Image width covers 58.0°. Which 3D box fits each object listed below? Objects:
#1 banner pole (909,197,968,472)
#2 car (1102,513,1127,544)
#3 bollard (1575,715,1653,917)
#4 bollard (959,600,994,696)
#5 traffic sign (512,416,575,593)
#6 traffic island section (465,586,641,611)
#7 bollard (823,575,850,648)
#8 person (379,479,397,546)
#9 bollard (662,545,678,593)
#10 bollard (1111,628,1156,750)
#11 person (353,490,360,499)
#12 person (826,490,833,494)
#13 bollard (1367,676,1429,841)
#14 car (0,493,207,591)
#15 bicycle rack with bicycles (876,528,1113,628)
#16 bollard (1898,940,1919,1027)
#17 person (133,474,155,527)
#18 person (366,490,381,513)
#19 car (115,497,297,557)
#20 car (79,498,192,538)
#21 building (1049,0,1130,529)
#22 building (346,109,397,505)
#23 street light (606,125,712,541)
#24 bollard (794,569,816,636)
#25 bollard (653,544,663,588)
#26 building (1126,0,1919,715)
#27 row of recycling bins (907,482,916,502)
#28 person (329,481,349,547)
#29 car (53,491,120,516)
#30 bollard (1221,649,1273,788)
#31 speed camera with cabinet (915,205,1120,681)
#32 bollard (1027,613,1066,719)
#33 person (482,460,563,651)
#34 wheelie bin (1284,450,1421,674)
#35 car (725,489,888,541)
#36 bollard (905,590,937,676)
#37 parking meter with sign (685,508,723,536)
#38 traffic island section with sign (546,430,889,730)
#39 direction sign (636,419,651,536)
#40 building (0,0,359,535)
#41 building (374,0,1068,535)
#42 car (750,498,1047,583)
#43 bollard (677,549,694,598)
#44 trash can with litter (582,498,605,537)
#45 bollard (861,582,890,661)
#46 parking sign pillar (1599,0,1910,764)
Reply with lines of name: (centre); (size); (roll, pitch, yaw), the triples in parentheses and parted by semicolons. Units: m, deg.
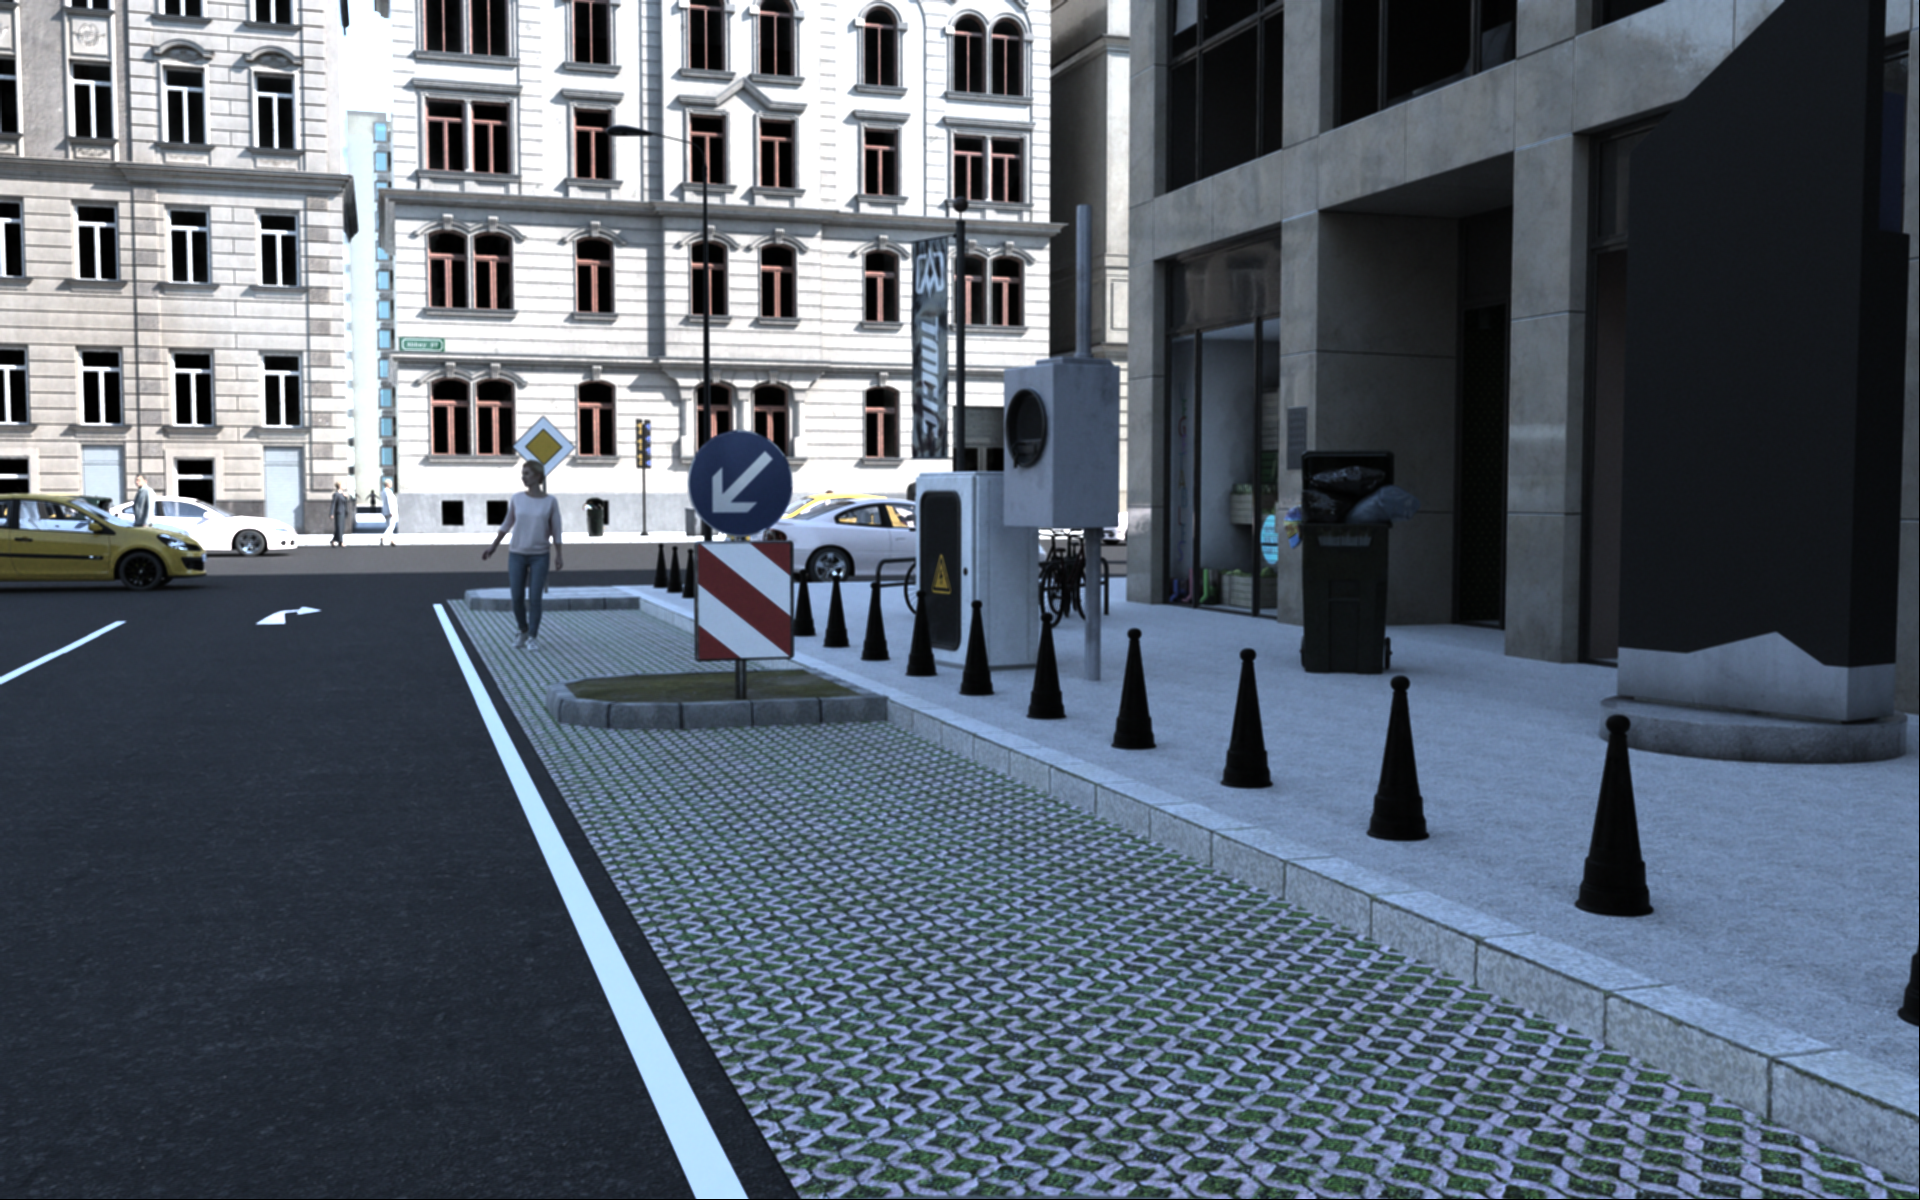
banner pole: (-0.151, -1.520, 14.866); (0.401, 3.779, 0.863); (-3, 5, -42)
car: (5.976, -2.263, 49.362); (4.827, 1.381, 2.083); (-1, 4, -20)
bollard: (2.026, 0.654, 5.349); (0.229, 0.601, 0.229); (0, 3, 0)
bollard: (0.107, 0.301, 11.114); (0.229, 0.601, 0.229); (0, 3, 0)
traffic sign: (-5.368, -1.146, 22.375); (0.795, 2.450, 0.064); (-1, 4, -18)
traffic island section: (-5.348, -0.011, 22.459); (2.009, 0.180, 2.903); (-1, 4, -18)
bollard: (-1.040, 0.090, 14.566); (0.229, 0.601, 0.229); (0, 3, 0)
person: (-15.609, -2.372, 47.167); (0.514, 1.842, 0.818); (1, 4, 23)
bollard: (-3.719, -0.402, 22.615); (0.229, 0.601, 0.229); (0, 3, 0)
bollard: (0.883, 0.444, 8.786); (0.229, 0.601, 0.229); (0, 3, 0)
person: (-60.355, -10.028, 172.461); (1.348, 1.824, 0.705); (0, 4, -4)
person: (-3.393, -2.045, 44.399); (0.387, 1.526, 0.523); (2, 4, 29)
bollard: (1.647, 0.584, 6.495); (0.229, 0.601, 0.229); (0, 3, 0)
car: (-13.495, -0.966, 26.022); (3.980, 1.641, 2.015); (-1, 4, -17)
bicycle rack with bicycles: (0.553, -0.290, 18.116); (2.852, 0.926, 2.925); (2, 4, 30)
bollard: (2.413, 0.724, 4.198); (0.229, 0.601, 0.229); (0, 3, 0)
person: (-15.197, -1.446, 32.244); (0.635, 1.810, 0.391); (2, 4, 35)
person: (-43.939, -7.371, 129.732); (1.217, 1.736, 0.721); (-3, 5, -45)
car: (-17.929, -1.696, 40.084); (4.827, 1.381, 2.083); (-1, 4, -17)
car: (-17.386, -1.329, 33.726); (4.499, 1.417, 2.014); (-1, 4, -17)
building: (16.414, -14.660, 72.975); (30.059, 22.955, 16.112); (-1, 4, -18)
building: (-83.061, -36.187, 211.269); (30.456, 49.044, 23.786); (-1, 4, -18)
street light: (-3.781, -3.034, 22.155); (1.470, 5.913, 1.316); (-1, 4, -18)
bollard: (-1.419, 0.020, 15.714); (0.229, 0.601, 0.229); (0, 3, 0)
bollard: (-4.100, -0.473, 23.773); (0.229, 0.601, 0.229); (0, 3, 0)
building: (16.464, -12.377, 6.884); (19.350, 26.468, 34.151); (-1, 4, -18)
row of recycling bins: (-1.150, -3.073, 57.354); (1.069, 1.692, 3.534); (0, 4, 4)
person: (-16.709, -2.299, 46.509); (0.534, 1.772, 0.576); (-1, 4, -15)
car: (-19.314, -1.579, 35.598); (4.222, 1.686, 2.009); (-1, 4, -20)
bollard: (1.268, 0.514, 7.641); (0.229, 0.601, 0.229); (0, 3, 0)
speed camera with cabinet: (0.364, -1.110, 12.480); (0.660, 3.252, 2.038); (-2, 4, -28)
bollard: (0.497, 0.372, 9.953); (0.229, 0.601, 0.229); (0, 3, 0)
person: (-4.004, -0.410, 15.872); (0.731, 1.740, 0.598); (-1, 4, -10)
wheelie bin: (2.826, -0.283, 12.542); (0.980, 1.594, 0.693); (1, 4, 15)
car: (-3.069, -1.662, 37.393); (3.980, 1.641, 2.015); (-1, 4, -19)
bollard: (-0.274, 0.230, 12.276); (0.229, 0.601, 0.229); (0, 3, 0)
parking meter with sign: (-7.759, -3.473, 53.045); (0.543, 3.016, 1.738); (2, 4, 26)
traffic island section with sign: (-1.695, -0.173, 11.455); (1.989, 1.847, 2.006); (-1, 4, -18)
direction sign: (-9.622, -3.714, 52.723); (0.379, 3.537, 0.876); (1, 4, 17)
building: (-32.399, -15.772, 55.129); (25.104, 27.353, 12.463); (-1, 4, -18)
building: (-9.208, -16.879, 63.365); (23.554, 28.519, 14.401); (-1, 4, -18)
car: (-0.972, -0.933, 27.620); (4.827, 1.381, 2.083); (-1, 4, -17)
bollard: (-3.335, -0.331, 21.458); (0.229, 0.601, 0.229); (0, 3, 0)
trash can with litter: (-10.967, -2.482, 51.961); (0.624, 1.170, 1.055); (0, 4, -7)
bollard: (-0.657, 0.160, 13.421); (0.229, 0.601, 0.229); (0, 3, 0)
parking sign pillar: (4.069, -1.245, 8.827); (1.447, 3.967, 1.447); (-2, 4, -32)
